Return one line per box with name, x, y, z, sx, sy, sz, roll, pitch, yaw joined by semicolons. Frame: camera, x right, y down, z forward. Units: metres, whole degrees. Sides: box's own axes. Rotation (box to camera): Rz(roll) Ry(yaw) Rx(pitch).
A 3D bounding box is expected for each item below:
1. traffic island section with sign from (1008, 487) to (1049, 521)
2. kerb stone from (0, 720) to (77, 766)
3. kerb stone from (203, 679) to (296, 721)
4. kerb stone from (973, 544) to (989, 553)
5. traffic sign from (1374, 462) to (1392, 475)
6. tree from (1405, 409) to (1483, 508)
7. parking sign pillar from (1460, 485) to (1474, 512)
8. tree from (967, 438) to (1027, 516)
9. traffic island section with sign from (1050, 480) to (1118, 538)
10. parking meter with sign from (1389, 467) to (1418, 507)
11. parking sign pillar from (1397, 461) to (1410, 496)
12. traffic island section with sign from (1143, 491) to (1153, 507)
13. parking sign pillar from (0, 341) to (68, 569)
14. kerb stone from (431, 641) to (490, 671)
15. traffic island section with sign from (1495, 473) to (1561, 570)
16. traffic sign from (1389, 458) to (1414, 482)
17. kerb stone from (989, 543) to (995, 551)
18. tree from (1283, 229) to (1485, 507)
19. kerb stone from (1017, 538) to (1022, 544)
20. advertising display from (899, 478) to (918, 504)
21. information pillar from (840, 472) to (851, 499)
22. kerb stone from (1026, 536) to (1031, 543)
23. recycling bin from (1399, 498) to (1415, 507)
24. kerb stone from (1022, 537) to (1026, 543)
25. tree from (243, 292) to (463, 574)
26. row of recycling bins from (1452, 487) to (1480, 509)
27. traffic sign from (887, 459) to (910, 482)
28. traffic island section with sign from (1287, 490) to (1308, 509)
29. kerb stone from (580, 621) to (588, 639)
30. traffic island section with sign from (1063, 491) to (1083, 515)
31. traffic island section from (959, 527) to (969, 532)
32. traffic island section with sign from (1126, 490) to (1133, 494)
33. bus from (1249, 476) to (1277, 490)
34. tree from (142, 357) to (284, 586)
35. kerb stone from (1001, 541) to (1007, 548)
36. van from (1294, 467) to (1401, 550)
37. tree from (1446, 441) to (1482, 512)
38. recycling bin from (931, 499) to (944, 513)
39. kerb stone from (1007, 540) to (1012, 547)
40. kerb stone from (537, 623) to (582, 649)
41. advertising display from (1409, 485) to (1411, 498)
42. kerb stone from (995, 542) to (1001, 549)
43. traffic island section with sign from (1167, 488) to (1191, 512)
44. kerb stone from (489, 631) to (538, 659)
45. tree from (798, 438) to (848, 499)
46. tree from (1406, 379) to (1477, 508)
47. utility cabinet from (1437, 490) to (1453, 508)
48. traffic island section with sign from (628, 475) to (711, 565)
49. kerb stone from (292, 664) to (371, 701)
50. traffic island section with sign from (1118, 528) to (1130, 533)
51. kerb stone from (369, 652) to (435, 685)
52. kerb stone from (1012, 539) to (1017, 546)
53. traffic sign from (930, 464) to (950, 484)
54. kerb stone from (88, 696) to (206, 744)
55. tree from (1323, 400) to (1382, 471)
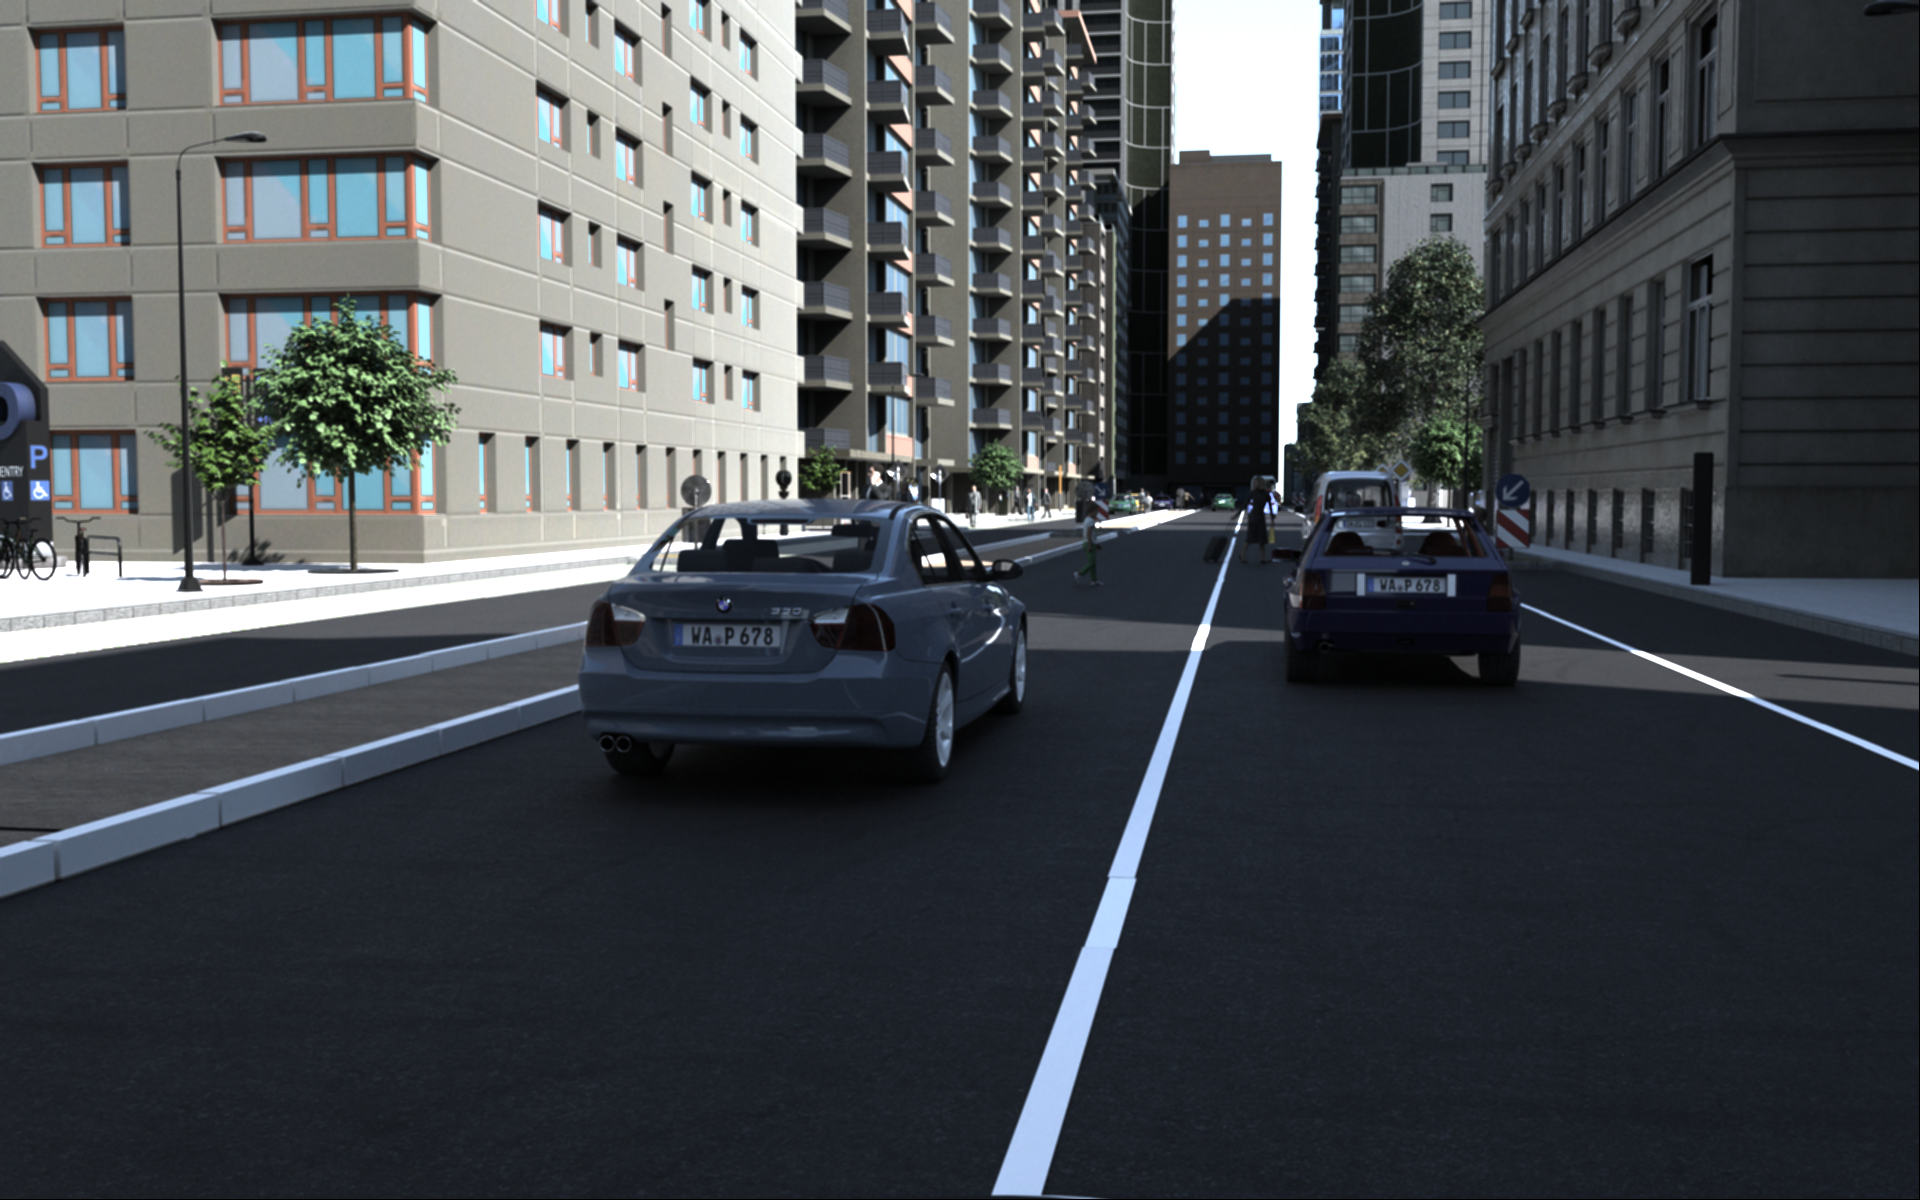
traffic island section with sign;3.658;-5.041;91.042;1.989;1.847;2.006;1;4;9
kerb stone;-5.046;0.787;9.332;0.120;0.150;1.000;1;4;9
kerb stone;-4.701;0.665;11.354;0.120;0.150;1.000;1;4;9
kerb stone;0.521;-1.253;42.678;0.120;0.150;1.000;1;4;9
traffic sign;15.486;-3.749;63.483;0.795;2.593;0.064;1;4;9
tree;18.828;-5.066;66.545;4.285;4.588;4.351;0;3;0
parking sign pillar;26.469;-6.224;90.239;1.447;3.967;1.447;2;4;30
tree;2.179;-7.120;100.122;4.285;4.588;4.351;0;3;0
traffic island section with sign;4.092;-3.026;57.608;2.006;1.907;1.989;1;4;9
parking meter with sign;28.518;-7.036;111.304;1.738;3.016;0.543;0;4;-4
parking sign pillar;29.545;-7.758;115.313;1.447;3.967;1.447;0;4;-3
traffic island section with sign;20.905;-11.363;194.406;1.989;1.847;2.006;1;4;9
parking sign pillar;-16.358;-2.543;30.053;1.447;3.967;1.447;2;4;31
kerb stone;-4.204;0.477;14.396;0.120;0.150;1.000;1;4;9
traffic island section with sign;10.548;-1.538;33.774;1.989;1.847;2.006;1;4;9
traffic sign;14.171;-3.267;55.606;0.795;2.593;0.064;1;4;9
kerb stone;0.692;-1.312;43.689;0.120;0.150;1.000;1;4;9
tree;20.724;-9.683;75.327;9.611;12.733;9.660;0;3;0
kerb stone;1.537;-1.624;48.752;0.120;0.150;1.000;1;4;9
advertising display;-2.066;-3.899;68.957;0.974;1.923;0.123;-3;5;-41
information pillar;-3.783;-3.233;57.350;0.304;2.012;0.304;0;4;5
kerb stone;1.877;-1.746;50.772;0.120;0.150;1.000;1;4;9
recycling bin;27.175;-5.678;105.388;0.722;1.027;0.722;-3;5;-45
kerb stone;1.702;-1.686;49.765;0.120;0.150;1.000;1;4;9
tree;-10.023;-2.726;28.288;4.285;4.588;4.351;0;3;0
row of recycling bins;29.023;-5.422;95.770;3.534;1.692;1.069;1;4;8
traffic sign;-2.095;-3.434;58.331;0.795;2.593;0.064;1;4;9
traffic island section with sign;32.272;-9.499;163.932;1.989;1.847;2.006;1;4;9
kerb stone;-3.693;0.292;17.424;0.120;0.150;1.000;1;4;9
traffic island section with sign;8.106;-6.668;117.653;1.989;1.847;2.006;1;4;9
traffic island section;-0.806;-2.691;66.279;2.009;0.180;2.903;1;4;9
traffic island section with sign;16.421;-9.718;167.509;1.989;1.847;2.006;1;4;9
bus;32.101;-11.525;183.297;2.948;3.499;13.247;1;4;10
tree;-10.357;-1.832;24.560;1.663;3.219;1.824;0;3;0
kerb stone;1.039;-1.439;45.721;0.120;0.150;1.000;1;4;9
van;7.308;-1.557;32.471;2.013;2.044;4.112;1;4;8
tree;18.703;-4.164;62.686;1.663;3.219;1.824;0;3;0
recycling bin;-1.240;-5.153;96.807;0.722;1.027;0.722;0;4;2
kerb stone;1.201;-1.501;46.730;0.120;0.150;1.000;1;4;9
kerb stone;-3.859;0.354;16.416;0.120;0.150;1.000;1;4;9
advertising display;30.060;-6.817;116.669;0.974;1.923;0.123;-3;5;-44
kerb stone;0.861;-1.377;44.706;0.120;0.150;1.000;1;4;9
traffic island section with sign;17.678;-8.006;139.032;2.006;1.907;1.989;1;4;9
kerb stone;-4.033;0.416;15.405;0.120;0.150;1.000;1;4;9
tree;-4.773;-4.006;60.107;1.663;3.219;1.824;0;3;0
tree;24.104;-8.358;87.007;4.737;8.622;4.395;0;3;0
utility cabinet;27.380;-5.414;97.195;1.173;1.500;0.318;1;4;8
traffic island section with sign;-5.572;-1.655;35.691;1.989;1.847;2.006;1;4;9
kerb stone;-4.531;0.601;12.372;0.120;0.150;1.000;1;4;9
traffic island section with sign;5.320;-3.473;64.912;2.006;1.907;1.989;1;4;9
kerb stone;-4.369;0.545;13.385;0.120;0.150;1.000;1;4;9
kerb stone;1.367;-1.563;47.744;0.120;0.150;1.000;1;4;9
traffic sign;-0.781;-3.915;66.208;0.795;2.593;0.064;1;4;9
kerb stone;-4.875;0.725;10.344;0.120;0.150;1.000;1;4;9
tree;27.368;-10.319;119.084;4.737;8.622;4.395;0;3;0
